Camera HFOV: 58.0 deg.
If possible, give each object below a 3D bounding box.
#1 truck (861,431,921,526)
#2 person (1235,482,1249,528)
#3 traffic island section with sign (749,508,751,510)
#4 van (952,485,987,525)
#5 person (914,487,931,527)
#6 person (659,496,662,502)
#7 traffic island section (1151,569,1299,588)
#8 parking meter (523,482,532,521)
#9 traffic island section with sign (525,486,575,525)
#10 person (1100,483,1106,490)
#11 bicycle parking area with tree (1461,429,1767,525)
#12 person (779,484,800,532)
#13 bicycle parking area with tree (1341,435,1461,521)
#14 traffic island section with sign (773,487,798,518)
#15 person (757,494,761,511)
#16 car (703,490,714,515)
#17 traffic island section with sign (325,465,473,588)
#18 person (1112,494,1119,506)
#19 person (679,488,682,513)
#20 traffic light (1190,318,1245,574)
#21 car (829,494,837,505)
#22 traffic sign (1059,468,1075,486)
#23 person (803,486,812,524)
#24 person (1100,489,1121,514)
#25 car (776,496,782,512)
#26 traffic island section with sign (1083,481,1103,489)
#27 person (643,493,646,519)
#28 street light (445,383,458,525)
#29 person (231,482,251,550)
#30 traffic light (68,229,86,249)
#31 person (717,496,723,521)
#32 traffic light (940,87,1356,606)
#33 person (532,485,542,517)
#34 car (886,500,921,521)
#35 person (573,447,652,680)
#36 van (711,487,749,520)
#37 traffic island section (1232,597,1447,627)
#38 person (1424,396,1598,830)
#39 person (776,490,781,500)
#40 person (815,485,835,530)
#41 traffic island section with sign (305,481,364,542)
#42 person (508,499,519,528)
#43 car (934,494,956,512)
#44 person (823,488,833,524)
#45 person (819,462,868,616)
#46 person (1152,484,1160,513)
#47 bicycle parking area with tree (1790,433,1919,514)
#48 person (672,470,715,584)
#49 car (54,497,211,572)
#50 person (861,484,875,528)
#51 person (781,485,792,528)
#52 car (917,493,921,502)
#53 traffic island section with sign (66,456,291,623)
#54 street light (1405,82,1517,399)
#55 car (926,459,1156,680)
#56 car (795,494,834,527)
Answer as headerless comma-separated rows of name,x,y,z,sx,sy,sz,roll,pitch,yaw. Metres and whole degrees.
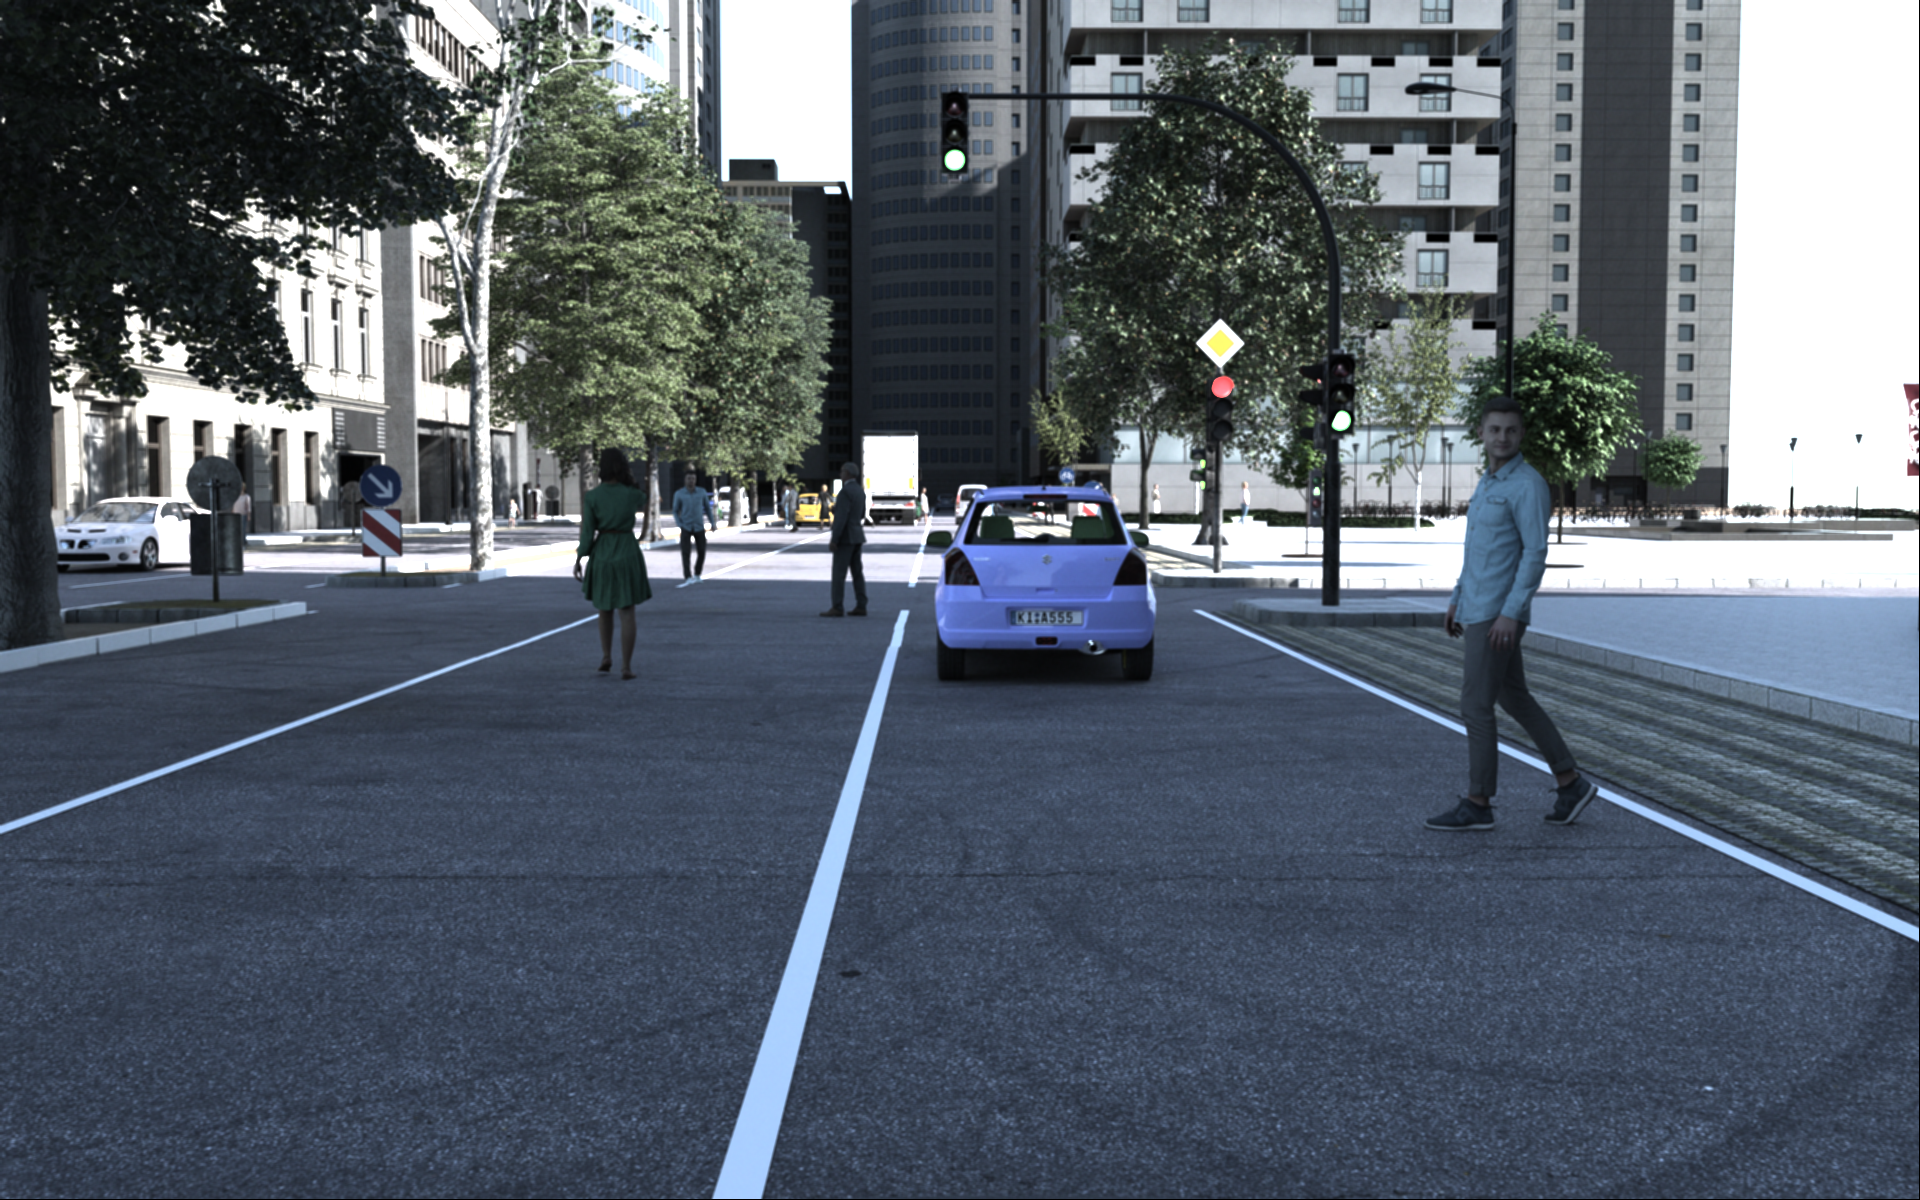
truck,-3.256,-5.700,82.114,2.839,4.237,11.283,0,4,-1
person,10.621,-3.571,65.097,0.598,1.740,0.731,-2,4,-24
traffic island section with sign,-19.833,-9.067,156.876,1.989,1.847,2.006,0,4,-1
van,0.613,-4.540,81.243,2.013,2.044,4.112,0,4,0
person,-1.626,-4.041,75.321,0.760,1.731,0.466,-2,4,-23
person,-19.448,-6.208,110.019,1.348,1.822,0.705,-3,5,-44
traffic island section,4.183,-0.348,27.977,2.009,0.180,2.903,0,4,-1
parking meter,-20.921,-4.772,83.732,0.255,1.863,0.399,2,4,23
traffic island section with sign,-18.814,-4.346,79.684,1.989,1.847,2.006,0,4,-1
person,6.532,-4.591,81.200,0.694,1.812,0.767,2,4,25
bicycle parking area with tree,28.191,-5.396,75.226,8.231,4.147,9.016,-1,4,-22
person,-6.362,-3.467,65.309,0.853,1.813,0.709,2,4,33
bicycle parking area with tree,22.972,-6.082,86.443,8.231,4.147,9.016,-2,4,-32
traffic island section with sign,-9.971,-5.777,102.597,2.006,1.907,1.989,0,4,-1
person,-16.715,-8.093,144.072,0.557,1.426,1.065,-1,4,-20
car,-17.204,-6.719,119.453,1.945,1.707,3.694,0,4,-2
traffic island section with sign,-8.968,-1.182,27.465,2.006,1.907,1.989,0,4,-1
person,7.707,-4.662,86.536,0.475,1.303,0.640,0,4,-6
person,-15.121,-5.229,94.568,0.524,1.755,0.480,0,4,1
traffic light,4.143,-2.382,27.863,0.839,4.253,0.868,0,4,-1
car,-7.089,-5.154,94.492,2.015,1.641,3.980,0,4,0
traffic sign,5.131,-5.082,83.191,0.768,2.556,0.104,0,4,0
person,-7.453,-4.652,84.371,0.447,1.846,0.655,-3,5,-39
person,2.318,-1.012,27.648,0.503,1.515,0.523,2,4,35
car,-13.851,-7.710,138.634,1.945,1.354,3.894,0,4,-2
traffic island section with sign,3.860,-2.693,52.665,1.989,1.847,2.006,0,4,-1
person,-14.336,-4.341,79.662,0.466,1.800,0.511,3,4,38
street light,-20.464,-6.022,70.995,1.470,5.913,1.316,0,4,-1
person,-18.327,-2.141,44.171,0.731,1.740,0.598,1,4,9
traffic light,-16.326,-3.238,27.612,4.771,5.953,1.251,0,4,-1
person,-13.004,-4.923,93.231,0.590,1.304,0.306,2,4,33
traffic light,2.158,-2.755,19.710,4.771,5.953,1.251,0,4,-1
person,-24.138,-5.658,98.743,0.606,1.804,0.583,-1,4,-16
car,-3.021,-4.930,92.398,2.131,1.459,4.920,0,4,-3
person,-2.700,-0.292,13.525,0.600,1.795,0.529,-1,4,-21
van,-12.744,-5.457,96.230,2.013,2.044,4.112,0,4,-1
traffic island section,4.289,0.140,19.993,2.009,0.180,2.903,0,4,-1
person,2.368,0.061,7.367,0.748,1.841,0.638,1,4,9
person,-16.201,-8.928,154.417,0.705,1.831,1.348,1,4,21
person,-5.119,-3.713,69.420,1.509,1.804,0.699,2,4,32
traffic island section with sign,-18.458,-2.670,52.289,1.989,1.847,2.006,0,4,-1
person,-18.554,-3.578,72.011,0.505,1.210,0.382,0,4,1
car,-1.112,-7.975,142.388,2.014,1.417,4.499,0,4,1
person,-6.542,-4.620,84.276,0.600,1.795,0.529,2,4,26
person,-1.384,-0.716,20.390,0.590,1.801,0.661,2,4,23
person,9.579,-4.764,84.481,0.362,1.759,0.519,2,4,30
bicycle parking area with tree,42.392,-5.969,84.593,9.016,4.147,8.231,0,4,7
person,-4.279,-1.177,27.758,0.660,1.820,0.620,-2,4,-24
car,-15.927,-1.287,33.406,2.083,1.381,4.827,0,4,-2
person,-3.859,-3.829,70.984,0.818,1.842,0.514,3,4,37
person,-7.251,-3.900,72.532,0.793,1.790,0.793,3,4,38
car,-3.958,-7.325,128.429,2.281,1.827,5.304,0,4,-1
traffic island section with sign,-8.879,-0.729,20.058,2.006,1.907,1.989,0,4,-1
street light,5.719,-2.886,19.720,1.470,5.913,1.316,0,4,-1
car,0.665,-0.309,14.643,1.945,1.707,3.694,0,4,1
car,-6.457,-4.047,76.390,2.015,1.641,3.980,0,4,-1
